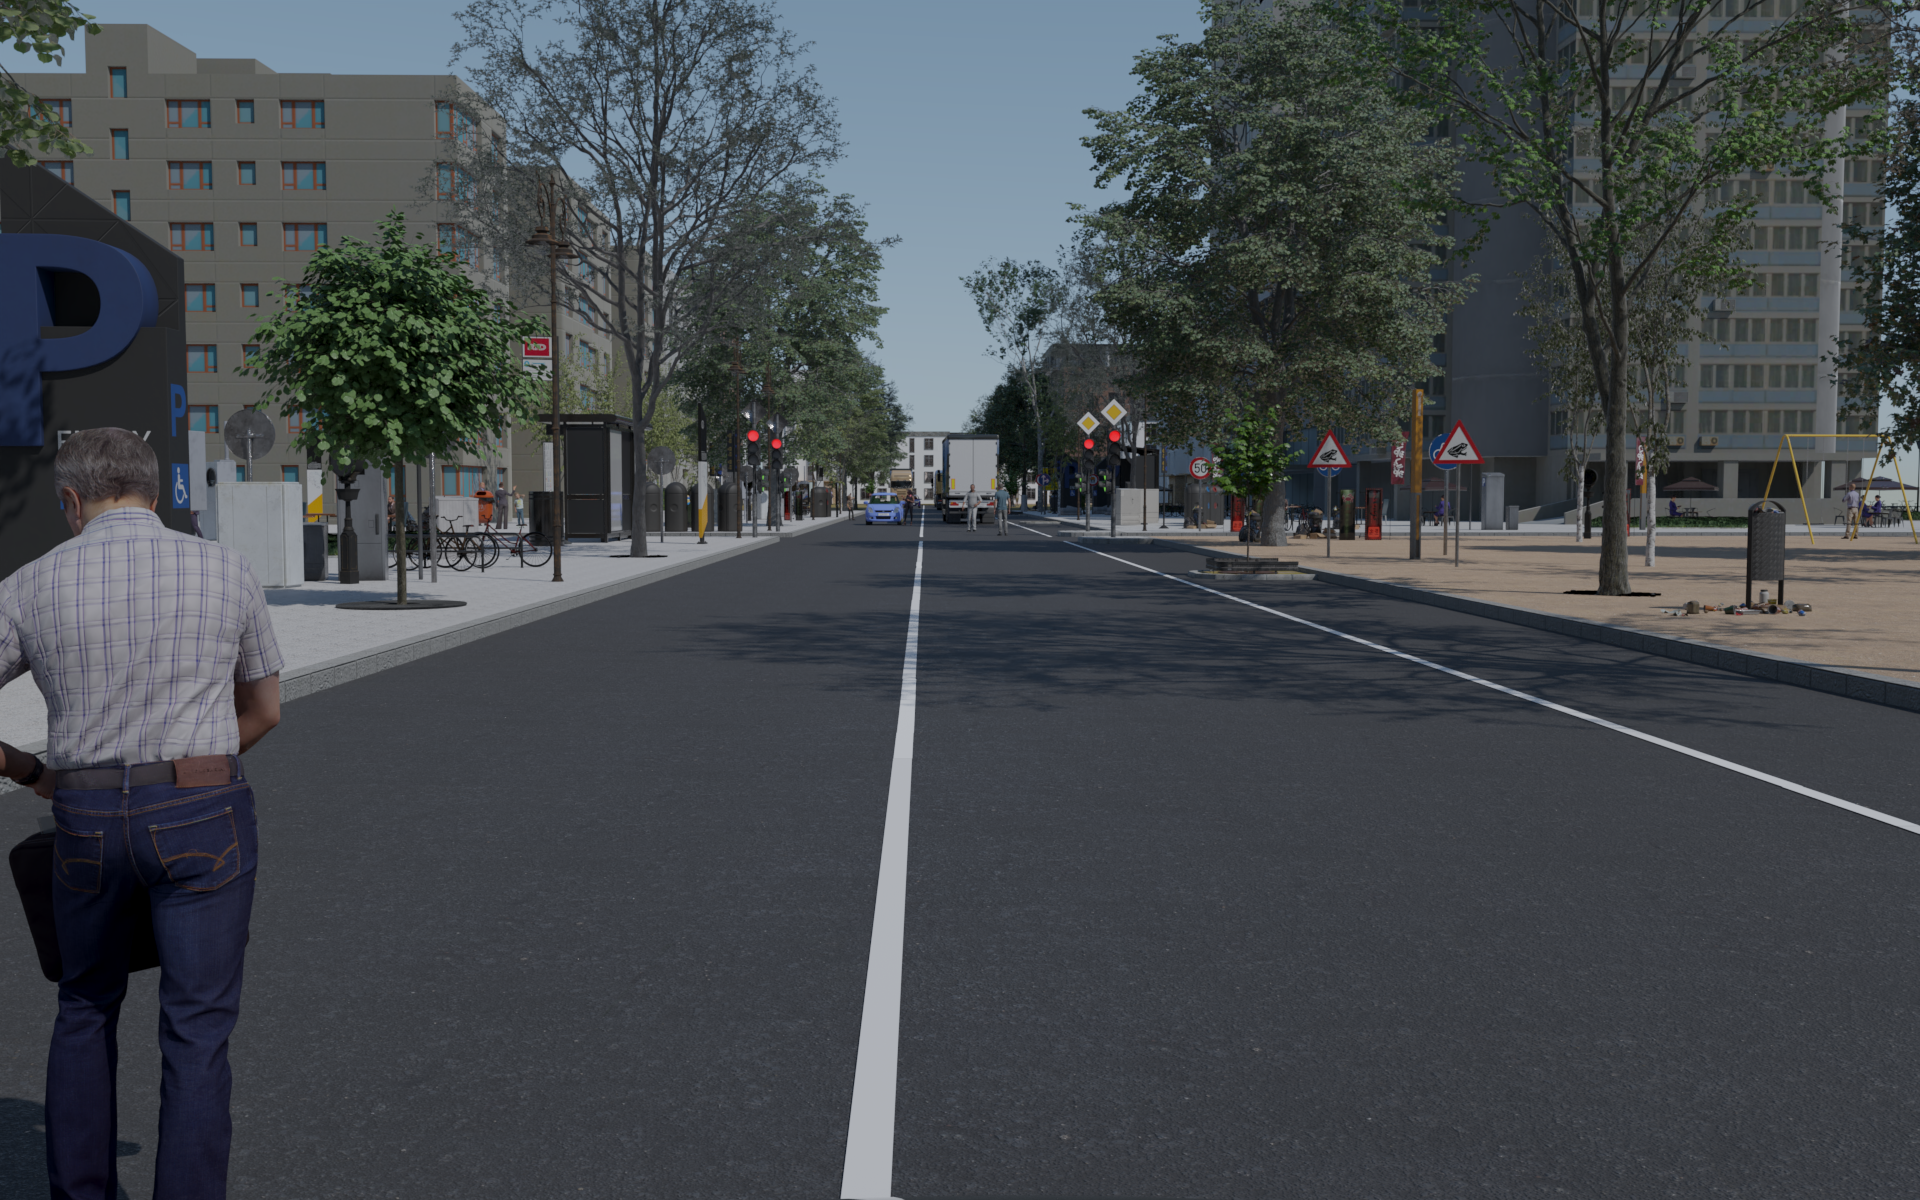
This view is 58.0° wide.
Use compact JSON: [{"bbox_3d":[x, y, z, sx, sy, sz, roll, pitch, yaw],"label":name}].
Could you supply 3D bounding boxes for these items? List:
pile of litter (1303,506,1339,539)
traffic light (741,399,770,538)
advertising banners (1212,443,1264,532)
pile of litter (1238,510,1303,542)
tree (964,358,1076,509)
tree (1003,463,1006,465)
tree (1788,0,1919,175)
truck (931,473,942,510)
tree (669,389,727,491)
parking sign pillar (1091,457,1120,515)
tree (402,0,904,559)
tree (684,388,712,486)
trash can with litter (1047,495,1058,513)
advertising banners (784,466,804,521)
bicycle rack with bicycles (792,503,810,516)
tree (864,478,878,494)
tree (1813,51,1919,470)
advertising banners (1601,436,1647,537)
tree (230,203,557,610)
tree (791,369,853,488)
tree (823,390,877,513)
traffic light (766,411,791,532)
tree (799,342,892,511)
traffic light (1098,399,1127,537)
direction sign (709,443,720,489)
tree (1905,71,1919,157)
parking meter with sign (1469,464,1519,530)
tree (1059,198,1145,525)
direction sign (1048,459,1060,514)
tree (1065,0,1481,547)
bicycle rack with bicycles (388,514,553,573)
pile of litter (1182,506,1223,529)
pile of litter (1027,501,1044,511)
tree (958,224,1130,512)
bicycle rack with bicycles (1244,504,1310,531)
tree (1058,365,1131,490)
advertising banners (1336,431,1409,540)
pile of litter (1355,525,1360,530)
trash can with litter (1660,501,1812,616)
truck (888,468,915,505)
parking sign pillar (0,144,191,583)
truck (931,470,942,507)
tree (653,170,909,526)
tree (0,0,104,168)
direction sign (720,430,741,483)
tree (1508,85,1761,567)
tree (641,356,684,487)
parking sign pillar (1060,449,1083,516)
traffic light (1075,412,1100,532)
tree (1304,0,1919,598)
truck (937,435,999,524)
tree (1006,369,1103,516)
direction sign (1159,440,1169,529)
[{"bbox_3d":[10.320,-2.190,49.775,1.719,0.858,1.176,1,4,11],"label":"pile of litter"},{"bbox_3d":[-6.024,-3.792,50.914,0.839,4.253,0.868,0,4,-1],"label":"traffic light"},{"bbox_3d":[9.367,-3.795,58.233,2.074,3.025,0.090,0,4,-8],"label":"advertising banners"},{"bbox_3d":[8.163,-2.002,46.704,1.719,0.858,1.176,-3,5,-42],"label":"pile of litter"},{"bbox_3d":[5.390,-13.916,144.527,9.611,12.733,9.660,0,3,0],"label":"tree"},{"bbox_3d":[5.423,-12.502,154.773,4.737,8.622,4.395,0,3,0],"label":"tree"},{"bbox_3d":[8.088,-6.168,11.214,12.009,13.543,11.850,0,3,0],"label":"tree"},{"bbox_3d":[-0.902,-9.921,158.133,3.469,3.379,9.791,0,4,-1],"label":"truck"},{"bbox_3d":[-17.098,-10.062,114.868,4.360,8.622,3.978,0,3,0],"label":"tree"},{"bbox_3d":[9.164,-7.500,111.100,1.447,3.967,1.447,-3,4,-36],"label":"parking sign pillar"},{"bbox_3d":[-6.356,-7.596,34.564,12.009,13.543,11.850,0,3,0],"label":"tree"},{"bbox_3d":[-16.060,-8.644,91.694,4.737,8.622,4.395,0,3,0],"label":"tree"},{"bbox_3d":[6.758,-6.495,117.248,2.233,1.210,1.678,1,4,15],"label":"trash can with litter"},{"bbox_3d":[-8.320,-5.357,83.772,2.074,3.025,0.090,3,4,38],"label":"advertising banners"},{"bbox_3d":[-9.813,-5.497,103.264,2.925,0.926,2.852,0,4,-5],"label":"bicycle rack with bicycles"},{"bbox_3d":[-10.353,-12.577,200.239,1.663,3.219,1.824,0,3,0],"label":"tree"},{"bbox_3d":[21.689,-7.130,33.584,9.611,12.733,9.660,0,3,0],"label":"tree"},{"bbox_3d":[19.919,-3.407,51.892,2.074,3.025,0.090,-2,4,-34],"label":"advertising banners"},{"bbox_3d":[-6.463,-2.201,19.702,4.285,4.588,4.351,0,3,0],"label":"tree"},{"bbox_3d":[-8.182,-9.098,99.121,4.737,8.622,4.395,0,3,0],"label":"tree"},{"bbox_3d":[-7.921,-10.203,117.184,4.360,8.622,3.978,0,3,0],"label":"tree"},{"bbox_3d":[-6.187,-4.280,58.897,0.839,4.253,0.868,0,4,-1],"label":"traffic light"},{"bbox_3d":[-8.690,-12.887,128.829,7.486,12.596,7.792,0,3,0],"label":"tree"},{"bbox_3d":[4.514,-3.806,51.143,0.839,4.253,0.868,0,4,-1],"label":"traffic light"},{"bbox_3d":[-10.777,-5.166,76.464,0.379,3.537,0.876,2,4,28],"label":"direction sign"},{"bbox_3d":[15.090,-4.482,23.641,4.737,8.622,4.395,0,3,0],"label":"tree"},{"bbox_3d":[19.012,-4.004,61.730,1.738,3.016,0.543,0,4,-3],"label":"parking meter with sign"},{"bbox_3d":[7.180,-9.918,72.524,12.009,13.543,11.850,0,3,0],"label":"tree"},{"bbox_3d":[6.120,-7.333,111.891,0.876,3.537,0.379,0,4,3],"label":"direction sign"},{"bbox_3d":[7.604,-8.289,42.175,9.857,13.997,8.962,0,3,0],"label":"tree"},{"bbox_3d":[-8.722,-0.981,29.427,2.925,0.926,2.852,0,4,8],"label":"bicycle rack with bicycles"},{"bbox_3d":[9.000,-3.075,64.240,1.719,0.858,1.176,-1,4,-10],"label":"pile of litter"},{"bbox_3d":[5.770,-7.080,129.729,1.176,0.858,1.719,-3,5,-41],"label":"pile of litter"},{"bbox_3d":[6.617,-16.236,121.349,12.611,20.169,13.585,0,3,0],"label":"tree"},{"bbox_3d":[10.872,-2.856,60.075,2.852,0.926,2.925,0,4,5],"label":"bicycle rack with bicycles"},{"bbox_3d":[7.163,-8.795,94.160,4.360,8.622,3.978,0,3,0],"label":"tree"},{"bbox_3d":[11.451,-3.171,48.027,2.074,3.025,0.090,0,4,-7],"label":"advertising banners"},{"bbox_3d":[14.015,-3.007,63.135,1.176,0.858,1.719,1,4,16],"label":"pile of litter"},{"bbox_3d":[8.402,-0.476,18.841,2.233,1.210,1.678,-2,4,-25],"label":"trash can with litter"},{"bbox_3d":[-6.509,-12.402,191.686,2.839,4.237,11.283,0,4,-2],"label":"truck"},{"bbox_3d":[-6.629,-1.513,13.212,1.447,3.967,1.447,0,4,-5],"label":"parking sign pillar"},{"bbox_3d":[-1.314,-12.196,189.160,2.967,4.110,18.799,0,4,-3],"label":"truck"},{"bbox_3d":[-7.501,-9.909,68.668,9.857,13.997,8.962,0,3,0],"label":"tree"},{"bbox_3d":[-6.136,-5.443,7.114,7.486,12.596,7.792,0,3,0],"label":"tree"},{"bbox_3d":[-7.989,-4.234,61.217,0.379,3.537,0.876,-3,4,-38],"label":"direction sign"},{"bbox_3d":[11.987,-4.896,30.418,4.360,8.622,3.978,0,3,0],"label":"tree"},{"bbox_3d":[-16.858,-8.193,84.323,4.737,8.622,4.395,0,3,0],"label":"tree"},{"bbox_3d":[6.656,-7.076,104.161,1.447,3.967,1.447,-2,4,-29],"label":"parking sign pillar"},{"bbox_3d":[4.352,-4.294,59.127,0.839,4.253,0.868,0,4,-1],"label":"traffic light"},{"bbox_3d":[8.112,-5.864,21.635,9.928,11.665,9.643,0,3,0],"label":"tree"},{"bbox_3d":[0.391,-6.013,87.232,2.839,4.237,11.283,0,4,-2],"label":"truck"},{"bbox_3d":[5.911,-9.141,99.816,4.737,8.622,4.395,0,3,0],"label":"tree"},{"bbox_3d":[7.570,-4.417,64.217,0.379,3.537,0.876,1,4,19],"label":"direction sign"}]
